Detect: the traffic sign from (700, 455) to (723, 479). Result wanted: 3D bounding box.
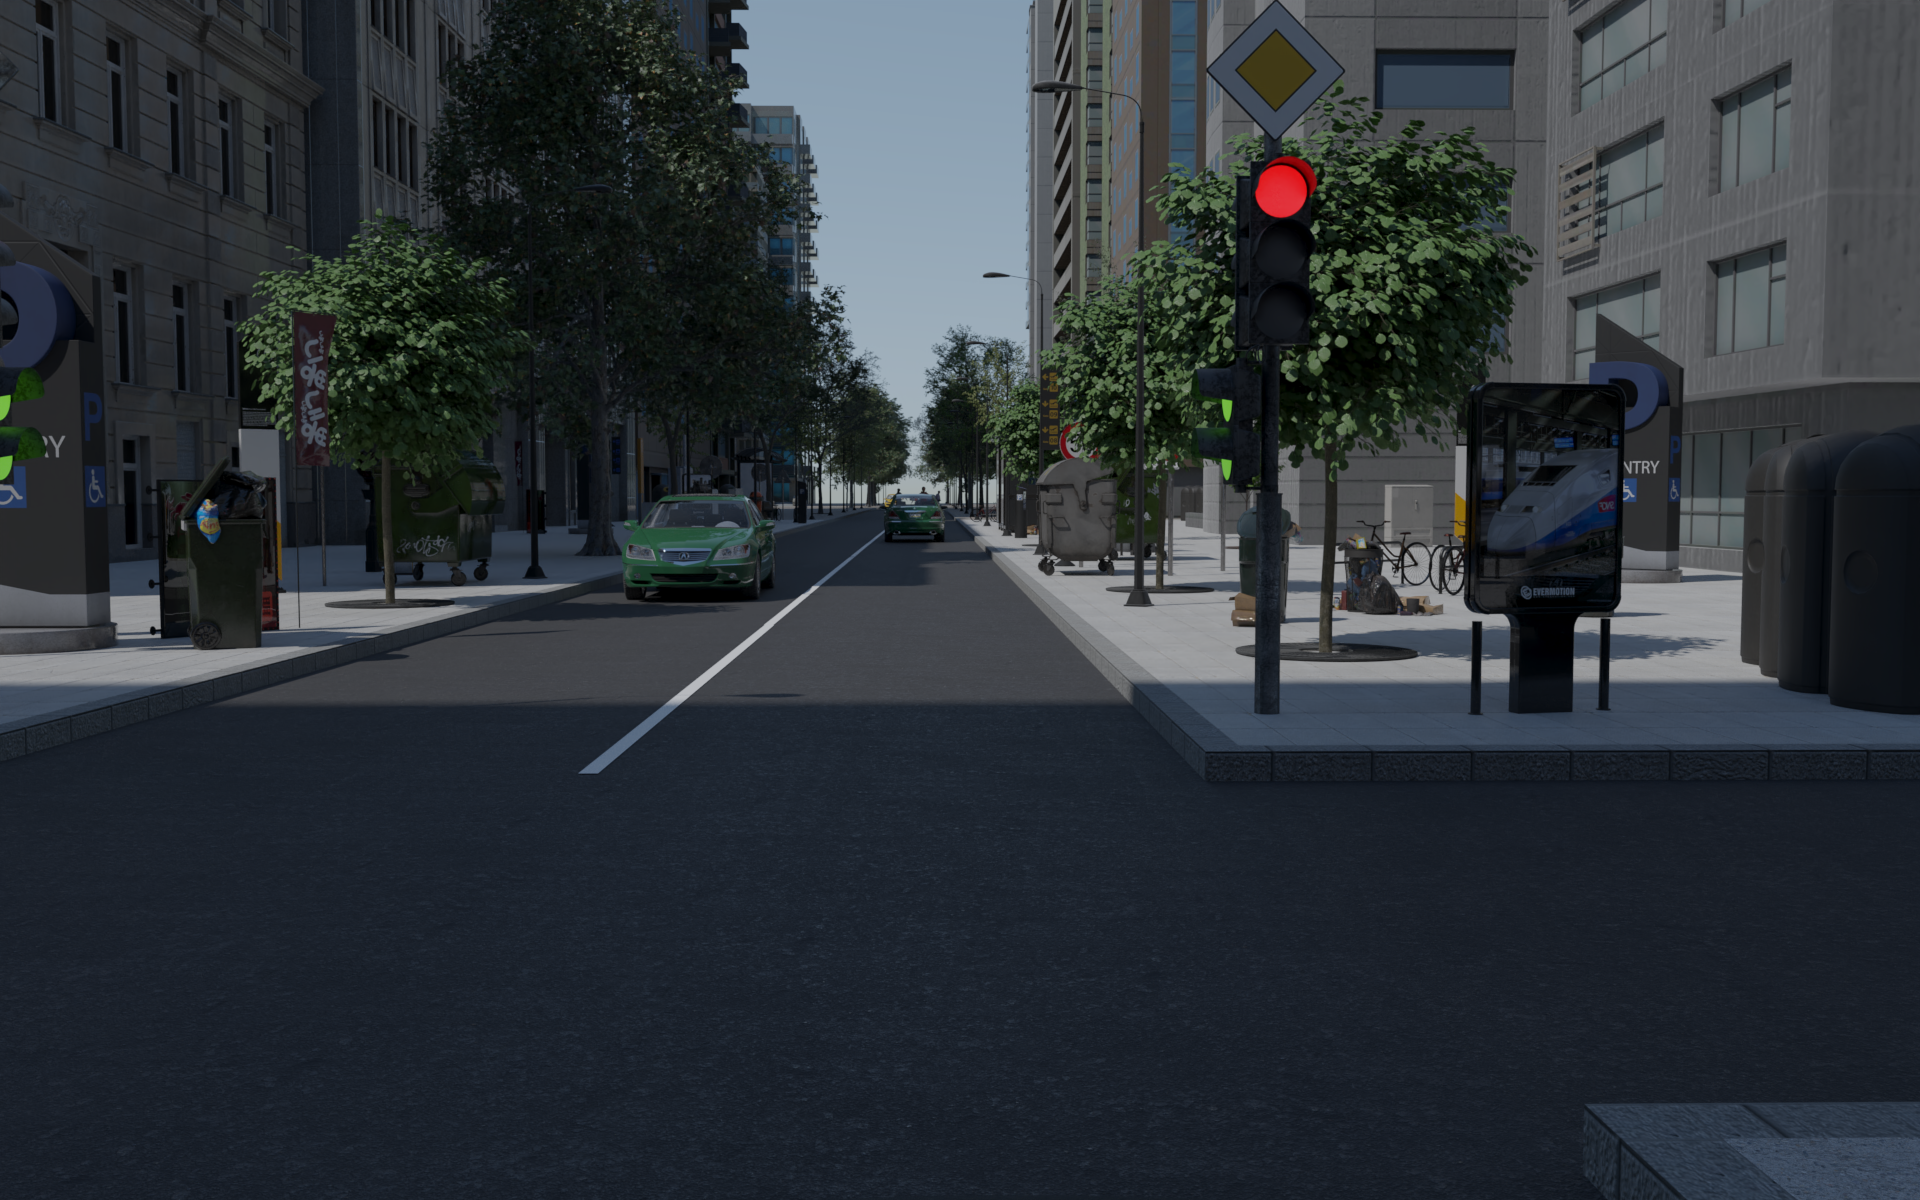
[{"bbox_3d":[-8.206,-3.485,57.082,0.768,2.556,0.104,0,4,4],"label":"traffic sign"}]

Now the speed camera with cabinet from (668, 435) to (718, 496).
[{"bbox_3d":[-9.036,-3.936,58.681,0.660,3.252,2.038,2,4,29],"label":"speed camera with cabinet"}]

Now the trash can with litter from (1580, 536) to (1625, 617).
[{"bbox_3d":[6.454,-0.422,18.293,0.624,1.170,1.055,-2,4,-32],"label":"trash can with litter"}]

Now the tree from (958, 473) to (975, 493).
[{"bbox_3d":[0.767,-10.024,158.492,1.663,3.219,1.824,0,3,0],"label":"tree"}]

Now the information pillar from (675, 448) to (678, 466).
[{"bbox_3d":[-13.890,-5.715,84.802,0.183,3.616,0.504,-1,4,-17],"label":"information pillar"}]

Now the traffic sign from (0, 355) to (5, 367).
[{"bbox_3d":[-7.764,-0.816,13.444,0.768,2.556,0.104,0,4,3],"label":"traffic sign"}]

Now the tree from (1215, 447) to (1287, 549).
[{"bbox_3d":[6.713,-2.797,40.340,1.663,3.219,1.824,0,3,0],"label":"tree"}]

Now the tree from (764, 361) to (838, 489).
[{"bbox_3d":[-8.349,-8.663,92.002,4.737,8.622,4.395,0,3,0],"label":"tree"}]

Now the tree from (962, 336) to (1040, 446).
[{"bbox_3d":[2.313,-8.032,81.680,4.737,8.622,4.395,0,3,0],"label":"tree"}]

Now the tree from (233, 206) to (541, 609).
[{"bbox_3d":[-6.526,-2.217,19.955,4.285,4.588,4.351,0,3,0],"label":"tree"}]

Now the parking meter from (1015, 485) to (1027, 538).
[{"bbox_3d":[1.774,-2.566,50.363,0.372,1.533,0.369,0,3,0],"label":"parking meter"}]

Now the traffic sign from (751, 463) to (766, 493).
[{"bbox_3d":[-8.304,-4.389,71.860,0.768,2.556,0.104,1,4,9],"label":"traffic sign"}]

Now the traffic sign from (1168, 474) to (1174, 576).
[{"bbox_3d":[3.298,-1.650,27.083,0.768,2.556,0.104,0,4,7],"label":"traffic sign"}]

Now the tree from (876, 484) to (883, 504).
[{"bbox_3d":[-11.226,-14.346,229.153,1.663,3.219,1.824,0,3,0],"label":"tree"}]

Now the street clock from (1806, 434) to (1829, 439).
[{"bbox_3d":[10.405,-1.002,20.955,0.471,2.002,0.358,3,5,45],"label":"street clock"}]

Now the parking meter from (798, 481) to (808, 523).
[{"bbox_3d":[-6.869,-4.278,75.648,0.399,1.863,0.255,0,4,1],"label":"parking meter"}]

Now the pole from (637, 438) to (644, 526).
[{"bbox_3d":[-11.656,-4.244,63.235,0.158,3.312,0.155,0,3,0],"label":"pole"}]

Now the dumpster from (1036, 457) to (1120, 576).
[{"bbox_3d":[1.894,-1.349,27.809,1.264,1.857,1.865,0,4,-1],"label":"dumpster"}]

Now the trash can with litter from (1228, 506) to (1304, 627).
[{"bbox_3d":[3.004,-0.347,17.062,0.624,1.170,1.055,1,4,19],"label":"trash can with litter"}]

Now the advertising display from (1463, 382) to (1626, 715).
[{"bbox_3d":[3.417,-0.301,10.135,0.974,1.923,0.123,-1,4,-14],"label":"advertising display"}]

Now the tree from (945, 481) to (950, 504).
[{"bbox_3d":[-1.643,-19.003,221.074,12.009,13.543,11.850,0,3,0],"label":"tree"}]

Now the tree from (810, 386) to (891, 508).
[{"bbox_3d":[-10.021,-14.657,157.767,7.486,12.596,7.792,0,3,0],"label":"tree"}]

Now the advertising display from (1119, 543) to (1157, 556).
[{"bbox_3d":[3.741,-1.893,36.161,0.974,1.923,0.123,-2,4,-25],"label":"advertising display"}]

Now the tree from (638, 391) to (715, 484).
[{"bbox_3d":[-12.373,-7.684,75.995,4.737,8.622,4.395,0,3,0],"label":"tree"}]

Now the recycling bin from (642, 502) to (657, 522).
[{"bbox_3d":[-9.101,-2.424,52.192,0.722,1.027,0.722,-3,5,-42],"label":"recycling bin"}]

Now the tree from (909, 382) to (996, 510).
[{"bbox_3d":[0.479,-12.416,137.410,8.767,10.594,7.601,-1,4,-19],"label":"tree"}]

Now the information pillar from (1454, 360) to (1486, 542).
[{"bbox_3d":[8.816,-2.357,29.891,0.504,3.616,0.183,1,4,11],"label":"information pillar"}]

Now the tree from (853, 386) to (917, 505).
[{"bbox_3d":[-10.318,-18.570,210.267,9.857,13.997,8.962,0,3,0],"label":"tree"}]

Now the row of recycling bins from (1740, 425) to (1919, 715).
[{"bbox_3d":[5.995,-0.279,11.681,1.069,1.692,3.534,1,4,14],"label":"row of recycling bins"}]

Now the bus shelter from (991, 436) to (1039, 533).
[{"bbox_3d":[2.208,-5.091,60.876,2.179,5.291,8.768,0,4,-1],"label":"bus shelter"}]

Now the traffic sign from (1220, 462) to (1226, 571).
[{"bbox_3d":[4.377,-1.753,28.760,0.768,2.556,0.104,0,4,3],"label":"traffic sign"}]

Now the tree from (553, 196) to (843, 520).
[{"bbox_3d":[-8.079,-7.037,49.470,8.767,10.594,7.601,0,3,0],"label":"tree"}]

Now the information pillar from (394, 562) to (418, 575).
[{"bbox_3d":[-8.791,-1.404,27.451,0.304,2.012,0.304,0,4,0],"label":"information pillar"}]

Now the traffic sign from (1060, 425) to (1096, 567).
[{"bbox_3d":[2.119,-1.842,30.224,0.768,2.556,0.104,0,4,5],"label":"traffic sign"}]

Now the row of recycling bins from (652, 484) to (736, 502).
[{"bbox_3d":[-11.071,-3.991,72.362,3.534,1.692,1.069,-1,4,-11],"label":"row of recycling bins"}]

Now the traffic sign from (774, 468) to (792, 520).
[{"bbox_3d":[-8.737,-5.226,85.443,0.884,2.594,0.081,0,4,6],"label":"traffic sign"}]

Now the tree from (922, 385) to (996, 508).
[{"bbox_3d":[0.120,-15.373,168.354,9.611,12.733,9.660,0,3,0],"label":"tree"}]

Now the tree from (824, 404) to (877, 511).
[{"bbox_3d":[-8.372,-10.952,129.434,4.360,8.622,3.978,0,3,0],"label":"tree"}]

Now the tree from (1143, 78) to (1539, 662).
[{"bbox_3d":[2.867,-1.835,13.722,4.285,4.588,4.351,0,3,0],"label":"tree"}]

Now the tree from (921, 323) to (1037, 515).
[{"bbox_3d":[1.189,-11.043,106.314,9.928,11.665,9.643,0,3,0],"label":"tree"}]

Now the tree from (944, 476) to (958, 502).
[{"bbox_3d":[-1.338,-17.396,234.781,4.360,8.622,3.978,0,3,0],"label":"tree"}]

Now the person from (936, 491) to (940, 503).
[{"bbox_3d":[-1.693,-7.801,136.984,0.436,1.711,0.756,3,5,39],"label":"person"}]

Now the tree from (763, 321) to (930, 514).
[{"bbox_3d":[-9.086,-12.312,111.669,12.009,13.543,11.850,0,3,0],"label":"tree"}]

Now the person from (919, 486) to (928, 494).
[{"bbox_3d":[-1.890,-4.997,90.144,1.348,1.831,0.705,0,4,-4],"label":"person"}]

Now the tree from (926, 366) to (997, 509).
[{"bbox_3d":[0.443,-14.283,151.658,7.486,12.596,7.792,0,3,0],"label":"tree"}]

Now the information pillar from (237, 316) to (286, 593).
[{"bbox_3d":[-8.974,-1.888,22.219,0.504,3.616,0.183,-3,4,-39],"label":"information pillar"}]

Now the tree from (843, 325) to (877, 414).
[{"bbox_3d":[-7.176,-8.050,66.030,8.767,10.594,7.601,0,4,7],"label":"tree"}]

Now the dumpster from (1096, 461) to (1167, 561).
[{"bbox_3d":[3.334,-1.924,33.955,1.502,2.255,1.985,0,4,-1],"label":"dumpster"}]

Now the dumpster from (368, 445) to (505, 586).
[{"bbox_3d":[-7.477,-1.361,24.745,1.502,2.255,1.985,0,4,-1],"label":"dumpster"}]

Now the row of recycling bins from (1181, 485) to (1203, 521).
[{"bbox_3d":[11.419,-4.541,81.358,1.069,1.692,3.534,-1,4,-21],"label":"row of recycling bins"}]

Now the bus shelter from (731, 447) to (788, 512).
[{"bbox_3d":[-8.897,-5.095,77.230,2.014,3.302,5.546,0,4,-1],"label":"bus shelter"}]

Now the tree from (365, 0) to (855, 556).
[{"bbox_3d":[-7.457,-7.274,35.936,9.611,12.733,9.660,0,3,0],"label":"tree"}]

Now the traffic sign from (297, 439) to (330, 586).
[{"bbox_3d":[-8.854,-1.400,24.068,0.795,2.450,0.064,0,4,7],"label":"traffic sign"}]

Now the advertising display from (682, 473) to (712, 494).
[{"bbox_3d":[-8.220,-2.996,54.206,0.974,1.923,0.123,-2,4,-31],"label":"advertising display"}]

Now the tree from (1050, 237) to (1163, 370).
[{"bbox_3d":[4.628,-5.998,48.434,4.360,8.622,3.978,0,3,0],"label":"tree"}]

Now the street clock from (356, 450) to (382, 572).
[{"bbox_3d":[-9.646,-1.460,28.434,0.471,2.002,0.358,1,4,17],"label":"street clock"}]
